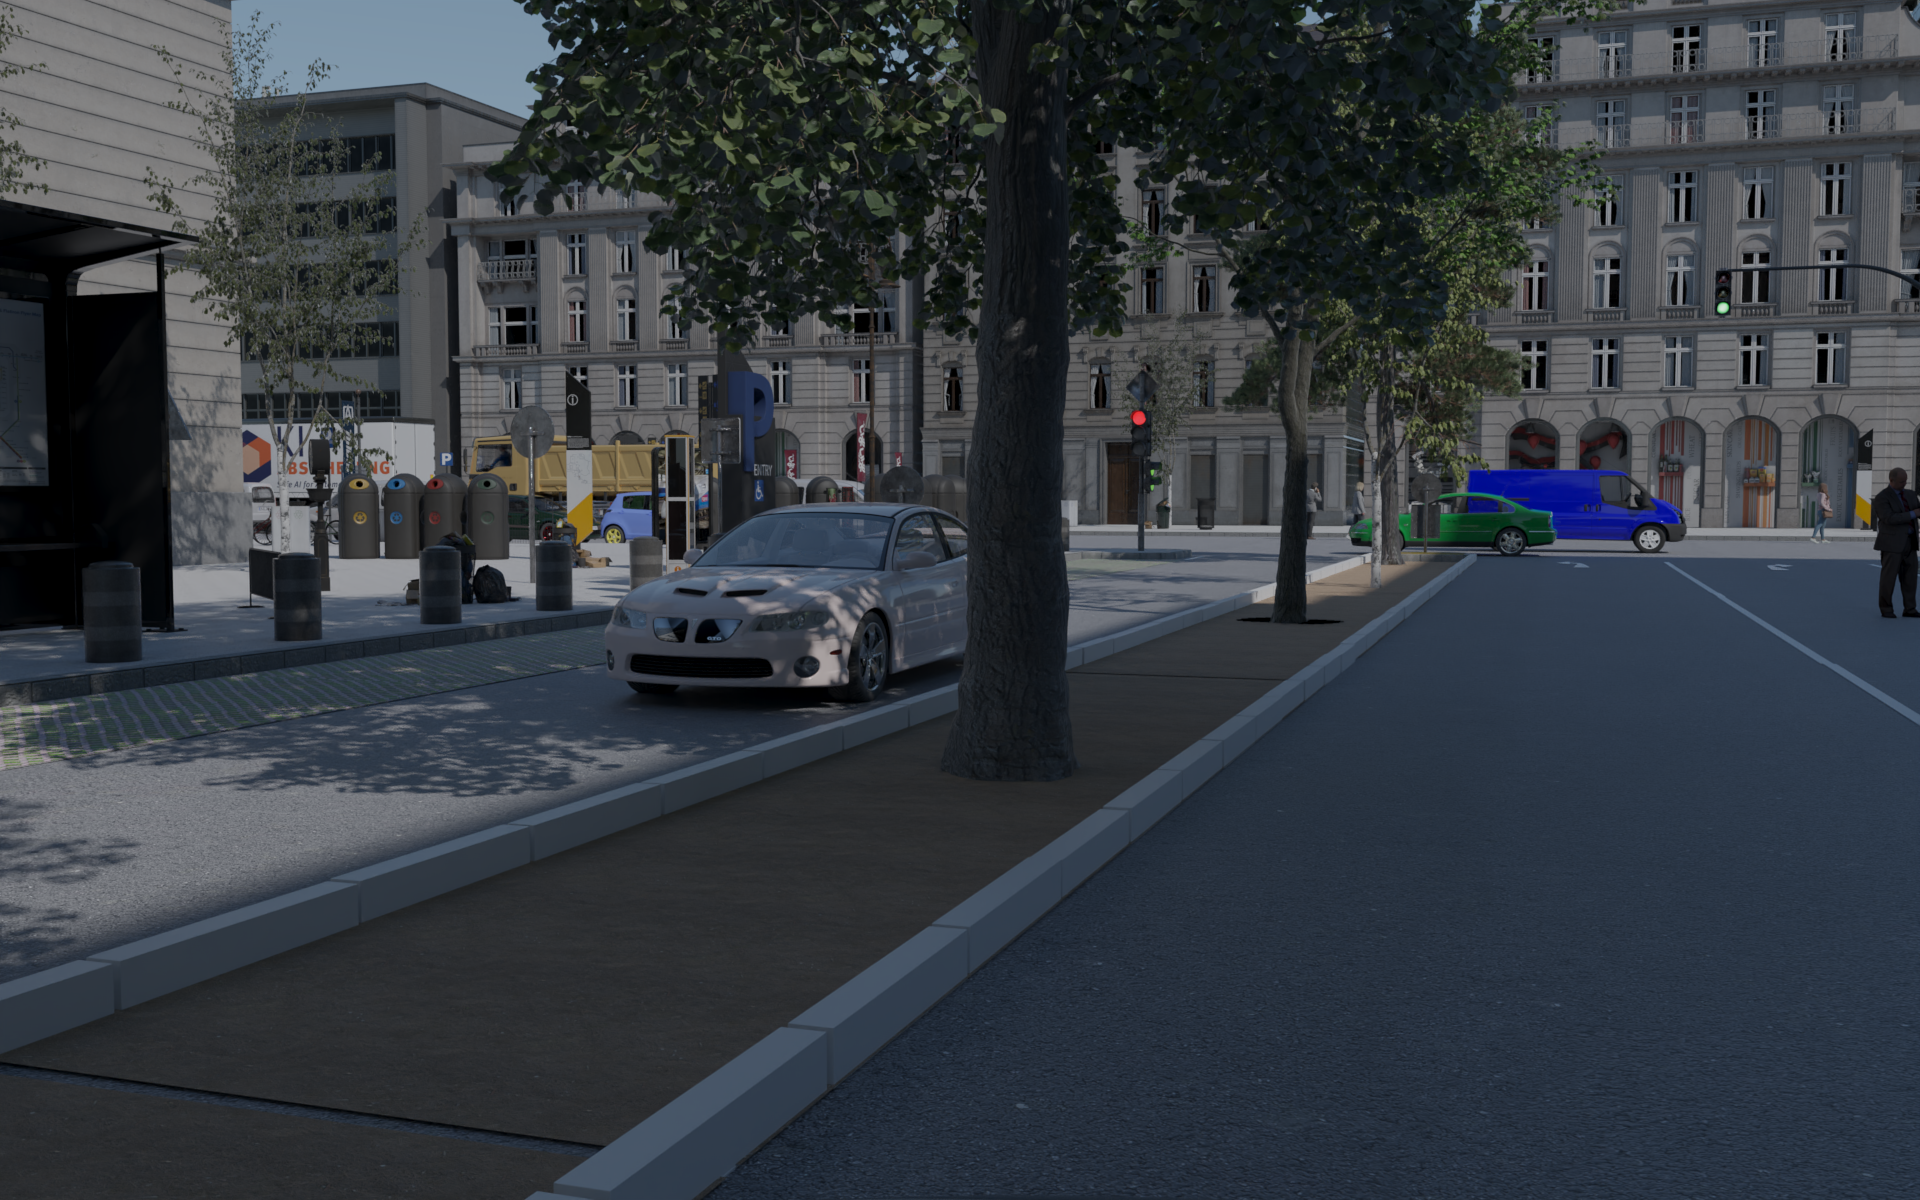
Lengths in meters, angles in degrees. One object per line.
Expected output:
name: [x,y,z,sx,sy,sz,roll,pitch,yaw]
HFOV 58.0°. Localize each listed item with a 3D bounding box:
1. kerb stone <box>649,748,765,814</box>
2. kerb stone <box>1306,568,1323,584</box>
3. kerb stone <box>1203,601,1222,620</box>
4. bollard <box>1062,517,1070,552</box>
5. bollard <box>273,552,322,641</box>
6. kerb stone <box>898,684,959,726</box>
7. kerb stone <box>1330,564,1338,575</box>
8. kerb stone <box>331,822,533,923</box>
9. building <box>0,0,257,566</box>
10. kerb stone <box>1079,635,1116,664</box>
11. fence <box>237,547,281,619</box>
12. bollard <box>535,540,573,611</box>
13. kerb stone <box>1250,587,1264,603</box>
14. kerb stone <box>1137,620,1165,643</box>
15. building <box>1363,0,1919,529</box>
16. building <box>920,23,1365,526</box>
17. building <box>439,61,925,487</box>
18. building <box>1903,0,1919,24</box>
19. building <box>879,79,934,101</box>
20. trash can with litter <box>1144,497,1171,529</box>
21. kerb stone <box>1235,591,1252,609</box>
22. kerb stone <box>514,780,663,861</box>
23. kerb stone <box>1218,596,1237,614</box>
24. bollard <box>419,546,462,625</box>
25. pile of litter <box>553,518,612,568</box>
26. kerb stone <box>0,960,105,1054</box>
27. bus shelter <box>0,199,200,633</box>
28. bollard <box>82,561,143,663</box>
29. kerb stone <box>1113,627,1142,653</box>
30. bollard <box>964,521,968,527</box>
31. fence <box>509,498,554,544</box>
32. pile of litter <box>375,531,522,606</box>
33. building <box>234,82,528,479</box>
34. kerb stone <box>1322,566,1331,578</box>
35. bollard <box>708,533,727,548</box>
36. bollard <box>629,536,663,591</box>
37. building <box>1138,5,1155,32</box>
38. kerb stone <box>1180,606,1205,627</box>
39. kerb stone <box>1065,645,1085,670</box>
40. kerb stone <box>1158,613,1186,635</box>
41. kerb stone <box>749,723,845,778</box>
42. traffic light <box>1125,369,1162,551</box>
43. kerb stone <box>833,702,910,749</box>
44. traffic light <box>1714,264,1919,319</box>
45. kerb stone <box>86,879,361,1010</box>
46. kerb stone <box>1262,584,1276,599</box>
kerb stone: [-1.204,0.860,8.177,0.120,0.150,1.000,1,4,19]
kerb stone: [5.821,-0.388,28.545,0.120,0.150,1.000,1,4,19]
kerb stone: [2.814,0.151,19.819,0.120,0.150,1.000,1,4,19]
bollard: [2.249,-1.465,38.671,0.404,0.777,0.398,0,3,0]
bollard: [-5.833,-0.033,15.250,0.404,0.777,0.398,0,3,0]
kerb stone: [-0.200,0.683,11.086,0.120,0.150,1.000,1,4,19]
kerb stone: [6.484,-0.507,30.484,0.120,0.150,1.000,1,4,19]
kerb stone: [-1.880,0.976,6.235,0.120,0.150,1.000,1,4,19]
building: [-25.839,-14.808,29.496,23.554,28.519,14.401,1,4,19]
kerb stone: [1.146,0.442,14.972,0.120,0.150,1.000,1,4,19]
fence: [-7.489,-0.202,18.673,0.278,0.683,2.069,-2,4,-31]
bollard: [-4.489,-0.271,19.145,0.404,0.777,0.398,0,3,0]
kerb stone: [3.813,-0.033,22.729,0.120,0.150,1.000,1,4,19]
kerb stone: [1.811,0.329,16.912,0.120,0.150,1.000,1,4,19]
building: [28.934,-13.980,70.377,24.055,21.916,13.314,1,4,19]
building: [8.299,-13.842,75.464,18.267,20.994,9.793,1,4,19]
building: [-11.054,-14.826,84.211,24.055,21.916,13.314,1,4,19]
building: [117.030,-55.073,213.117,31.000,86.520,22.319,1,4,19]
building: [-4.407,-32.525,186.400,28.867,44.769,22.147,1,4,19]
trash can with litter: [7.204,-3.187,63.498,1.055,1.170,0.624,0,4,6]
kerb stone: [3.487,0.027,21.758,0.120,0.150,1.000,1,4,19]
kerb stone: [-1.542,0.917,7.202,0.120,0.150,1.000,1,4,19]
kerb stone: [3.146,0.086,20.788,0.120,0.150,1.000,1,4,19]
bollard: [-5.161,-0.152,17.201,0.404,0.777,0.398,0,3,0]
pile of litter: [-6.744,-1.021,30.656,1.176,0.858,1.719,0,4,-5]
kerb stone: [-2.537,1.098,4.291,0.120,0.150,1.000,1,4,19]
bus shelter: [-8.757,-1.347,13.304,1.731,3.624,6.357,1,4,19]
bollard: [-6.506,0.087,13.298,0.404,0.777,0.398,0,3,0]
kerb stone: [1.482,0.389,15.942,0.120,0.150,1.000,1,4,19]
bollard: [0.219,-1.106,32.801,0.404,0.777,0.398,0,3,0]
fence: [-10.807,-1.901,42.283,2.264,1.192,0.480,2,4,23]
pile of litter: [-6.036,-0.394,20.412,1.719,0.858,1.176,-1,4,-18]
building: [-37.106,-16.768,93.216,30.058,24.678,14.314,1,4,19]
kerb stone: [6.161,-0.447,29.512,0.120,0.150,1.000,1,4,19]
bollard: [-3.151,-0.509,23.033,0.404,0.777,0.398,0,3,0]
bollard: [-3.820,-0.390,21.090,0.404,0.777,0.398,0,3,0]
building: [16.734,-29.780,137.021,14.600,45.320,14.200,1,4,19]
kerb stone: [2.478,0.205,18.851,0.120,0.150,1.000,1,4,19]
kerb stone: [0.801,0.502,14.007,0.120,0.150,1.000,1,4,19]
kerb stone: [2.144,0.266,17.883,0.120,0.150,1.000,1,4,19]
kerb stone: [-0.873,0.799,9.150,0.120,0.150,1.000,1,4,19]
traffic light: [4.104,-3.062,38.982,0.839,4.253,0.868,1,4,19]
kerb stone: [-0.538,0.745,10.119,0.120,0.150,1.000,1,4,19]
traffic light: [17.430,-3.645,34.271,4.771,5.953,1.251,1,4,19]
kerb stone: [-2.206,1.039,5.263,0.120,0.150,1.000,1,4,19]
kerb stone: [4.145,-0.090,23.699,0.120,0.150,1.000,1,4,19]
